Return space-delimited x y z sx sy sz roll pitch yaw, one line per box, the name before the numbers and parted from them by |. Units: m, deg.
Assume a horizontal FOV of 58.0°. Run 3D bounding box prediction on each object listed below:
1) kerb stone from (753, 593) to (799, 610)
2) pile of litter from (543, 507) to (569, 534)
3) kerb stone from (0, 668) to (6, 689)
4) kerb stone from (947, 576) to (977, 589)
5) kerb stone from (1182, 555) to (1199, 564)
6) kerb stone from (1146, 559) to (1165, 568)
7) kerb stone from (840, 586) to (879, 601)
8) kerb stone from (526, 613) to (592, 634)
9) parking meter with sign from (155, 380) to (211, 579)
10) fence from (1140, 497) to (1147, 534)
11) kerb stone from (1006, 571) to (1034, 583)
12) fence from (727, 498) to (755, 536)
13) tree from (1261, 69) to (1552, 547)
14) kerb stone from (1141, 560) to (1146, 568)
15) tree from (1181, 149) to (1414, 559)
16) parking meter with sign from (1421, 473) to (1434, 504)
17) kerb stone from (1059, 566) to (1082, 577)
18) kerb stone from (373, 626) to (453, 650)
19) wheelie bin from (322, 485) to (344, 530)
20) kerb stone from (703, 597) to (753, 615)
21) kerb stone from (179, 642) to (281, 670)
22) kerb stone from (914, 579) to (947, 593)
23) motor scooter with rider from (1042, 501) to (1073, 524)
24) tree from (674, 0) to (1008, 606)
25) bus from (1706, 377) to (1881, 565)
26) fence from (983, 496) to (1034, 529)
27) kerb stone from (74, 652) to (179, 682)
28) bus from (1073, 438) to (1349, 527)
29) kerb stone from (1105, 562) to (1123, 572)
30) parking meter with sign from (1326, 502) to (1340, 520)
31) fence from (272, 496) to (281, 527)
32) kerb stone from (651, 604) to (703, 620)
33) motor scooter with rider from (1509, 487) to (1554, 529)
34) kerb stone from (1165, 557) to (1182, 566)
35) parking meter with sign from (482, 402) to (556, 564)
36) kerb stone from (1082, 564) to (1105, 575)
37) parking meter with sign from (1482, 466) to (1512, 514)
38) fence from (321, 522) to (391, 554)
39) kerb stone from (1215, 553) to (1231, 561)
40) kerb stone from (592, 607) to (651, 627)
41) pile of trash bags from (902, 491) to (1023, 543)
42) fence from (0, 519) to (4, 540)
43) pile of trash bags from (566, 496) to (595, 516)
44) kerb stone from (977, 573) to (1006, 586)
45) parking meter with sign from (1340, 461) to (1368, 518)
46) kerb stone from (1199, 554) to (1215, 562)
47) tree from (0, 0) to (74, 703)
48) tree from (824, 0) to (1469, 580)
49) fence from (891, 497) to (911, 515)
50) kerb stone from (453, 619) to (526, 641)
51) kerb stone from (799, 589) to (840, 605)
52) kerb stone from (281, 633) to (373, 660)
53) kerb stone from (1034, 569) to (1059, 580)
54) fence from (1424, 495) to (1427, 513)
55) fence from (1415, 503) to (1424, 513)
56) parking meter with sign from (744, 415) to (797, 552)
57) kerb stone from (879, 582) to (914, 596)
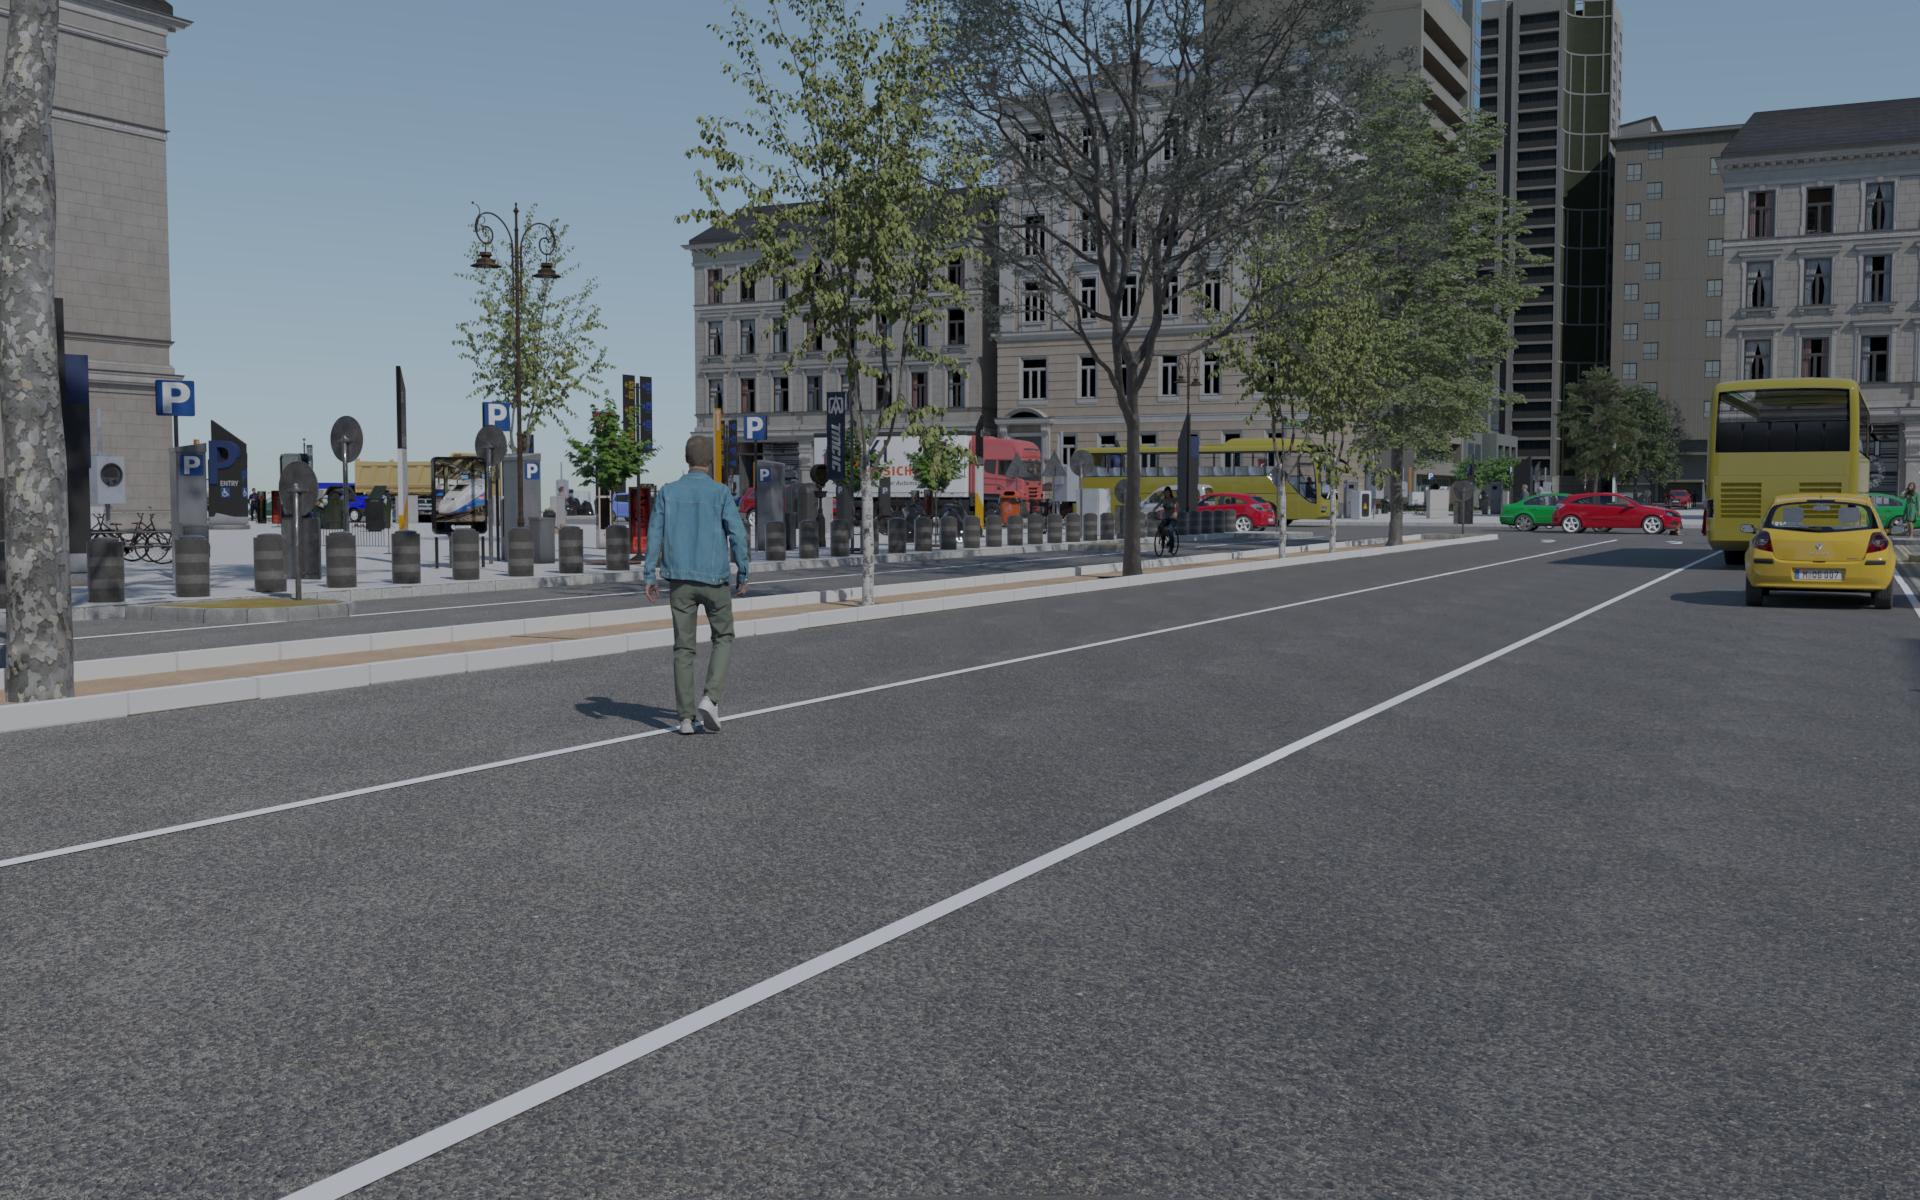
kerb stone | -2.380 0.027 21.747 0.120 0.150 1.000 2 4 27
pile of litter | -13.142 -2.586 56.244 1.719 0.858 1.176 -3 4 -38
kerb stone | -7.064 0.589 12.598 0.120 0.150 1.000 2 4 27
kerb stone | -0.051 -0.249 26.323 0.120 0.150 1.000 2 4 27
kerb stone | 4.628 -0.812 35.469 0.120 0.150 1.000 2 4 27
kerb stone | 3.703 -0.696 33.640 0.120 0.150 1.000 2 4 27
kerb stone | -1.442 -0.084 23.573 0.120 0.150 1.000 2 4 27
kerb stone | -4.247 0.251 18.093 0.120 0.150 1.000 2 4 27
parking meter with sign | -11.560 -1.812 25.885 0.543 3.016 1.738 -2 4 -33
fence | 5.712 -2.778 56.617 0.480 1.192 2.264 0 4 -4
kerb stone | 0.895 -0.365 28.155 0.120 0.150 1.000 2 4 27
fence | -6.581 -2.364 49.855 2.264 1.192 0.480 -3 5 -41
tree | 11.835 -7.717 46.763 7.486 12.596 7.792 0 3 0
kerb stone | 3.231 -0.644 32.729 0.120 0.150 1.000 2 4 27
tree | 6.738 -5.095 36.124 4.737 8.622 4.395 0 3 0
parking meter with sign | 38.354 -8.961 142.773 0.543 3.016 1.738 -1 4 -14
kerb stone | 1.824 -0.473 29.990 0.120 0.150 1.000 2 4 27
kerb stone | -5.185 0.364 16.265 0.120 0.150 1.000 2 4 27
wheelie bin | -22.601 -3.355 62.758 0.693 1.594 0.980 2 4 24
kerb stone | -2.850 0.083 20.836 0.120 0.150 1.000 2 4 27
kerb stone | -6.124 0.475 14.429 0.120 0.150 1.000 2 4 27
kerb stone | -0.516 -0.192 25.410 0.120 0.150 1.000 2 4 27
motor scooter with rider | 4.679 -4.443 81.608 1.986 1.779 0.876 2 4 26
tree | -1.221 -4.182 21.188 4.737 8.622 4.395 0 3 0
bus | 18.000 -2.789 37.146 2.896 3.916 12.252 2 4 29
fence | 1.839 -3.149 62.693 2.264 1.192 0.480 3 5 40
kerb stone | -6.590 0.532 13.516 0.120 0.150 1.000 2 4 27
bus | 11.133 -5.299 78.177 12.252 3.916 2.896 2 4 29
kerb stone | 2.763 -0.588 31.812 0.120 0.150 1.000 2 4 27
parking meter with sign | 18.513 -5.525 86.595 0.543 3.016 1.738 0 4 7
fence | -25.707 -3.355 66.050 0.480 1.192 2.264 -3 4 -37
kerb stone | -3.328 0.139 19.926 0.120 0.150 1.000 2 4 27
motor scooter with rider | 23.692 -3.826 71.526 1.986 1.779 0.876 2 4 28
kerb stone | 4.160 -0.754 34.557 0.120 0.150 1.000 2 4 27
parking meter with sign | -8.197 -2.208 32.368 1.738 3.016 0.543 3 5 43
kerb stone | 2.295 -0.531 30.900 0.120 0.150 1.000 2 4 27
parking meter with sign | 33.834 -6.909 109.223 1.738 3.016 0.543 2 4 32
fence | -13.177 -1.340 37.291 2.069 0.683 0.278 1 4 14
kerb stone | 5.558 -0.924 37.297 0.120 0.150 1.000 2 4 27
kerb stone | -3.780 0.196 19.006 0.120 0.150 1.000 2 4 27
pile of trash bags | -0.041 -2.210 45.888 3.447 1.369 1.912 1 4 13
fence | -22.266 -1.606 41.640 2.069 0.683 0.278 -2 4 -28
pile of trash bags | -22.323 -5.683 102.669 3.447 1.369 1.912 -3 5 -40
kerb stone | 0.416 -0.308 27.236 0.120 0.150 1.000 2 4 27
parking meter with sign | 20.665 -5.834 91.649 1.738 3.016 0.543 -1 4 -11
kerb stone | 5.094 -0.868 36.383 0.120 0.150 1.000 2 4 27
tree | -7.069 -9.441 12.707 12.611 20.169 13.585 0 3 0
tree | 2.850 -7.072 28.461 12.009 13.543 11.850 0 3 0
fence | -2.234 -3.187 63.305 0.480 1.192 2.264 -3 4 -37
kerb stone | -4.716 0.307 17.182 0.120 0.150 1.000 2 4 27
kerb stone | -1.910 -0.028 22.661 0.120 0.150 1.000 2 4 27
kerb stone | -5.653 0.419 15.350 0.120 0.150 1.000 2 4 27
kerb stone | 1.362 -0.419 29.069 0.120 0.150 1.000 2 4 27
fence | 29.476 -5.944 108.389 0.480 1.192 2.264 0 4 -7
fence | 32.183 -6.307 118.501 2.069 0.683 0.278 1 4 20
parking meter with sign | -4.251 -2.626 39.192 0.543 3.016 1.738 1 4 20
kerb stone | -0.976 -0.139 24.493 0.120 0.150 1.000 2 4 27
